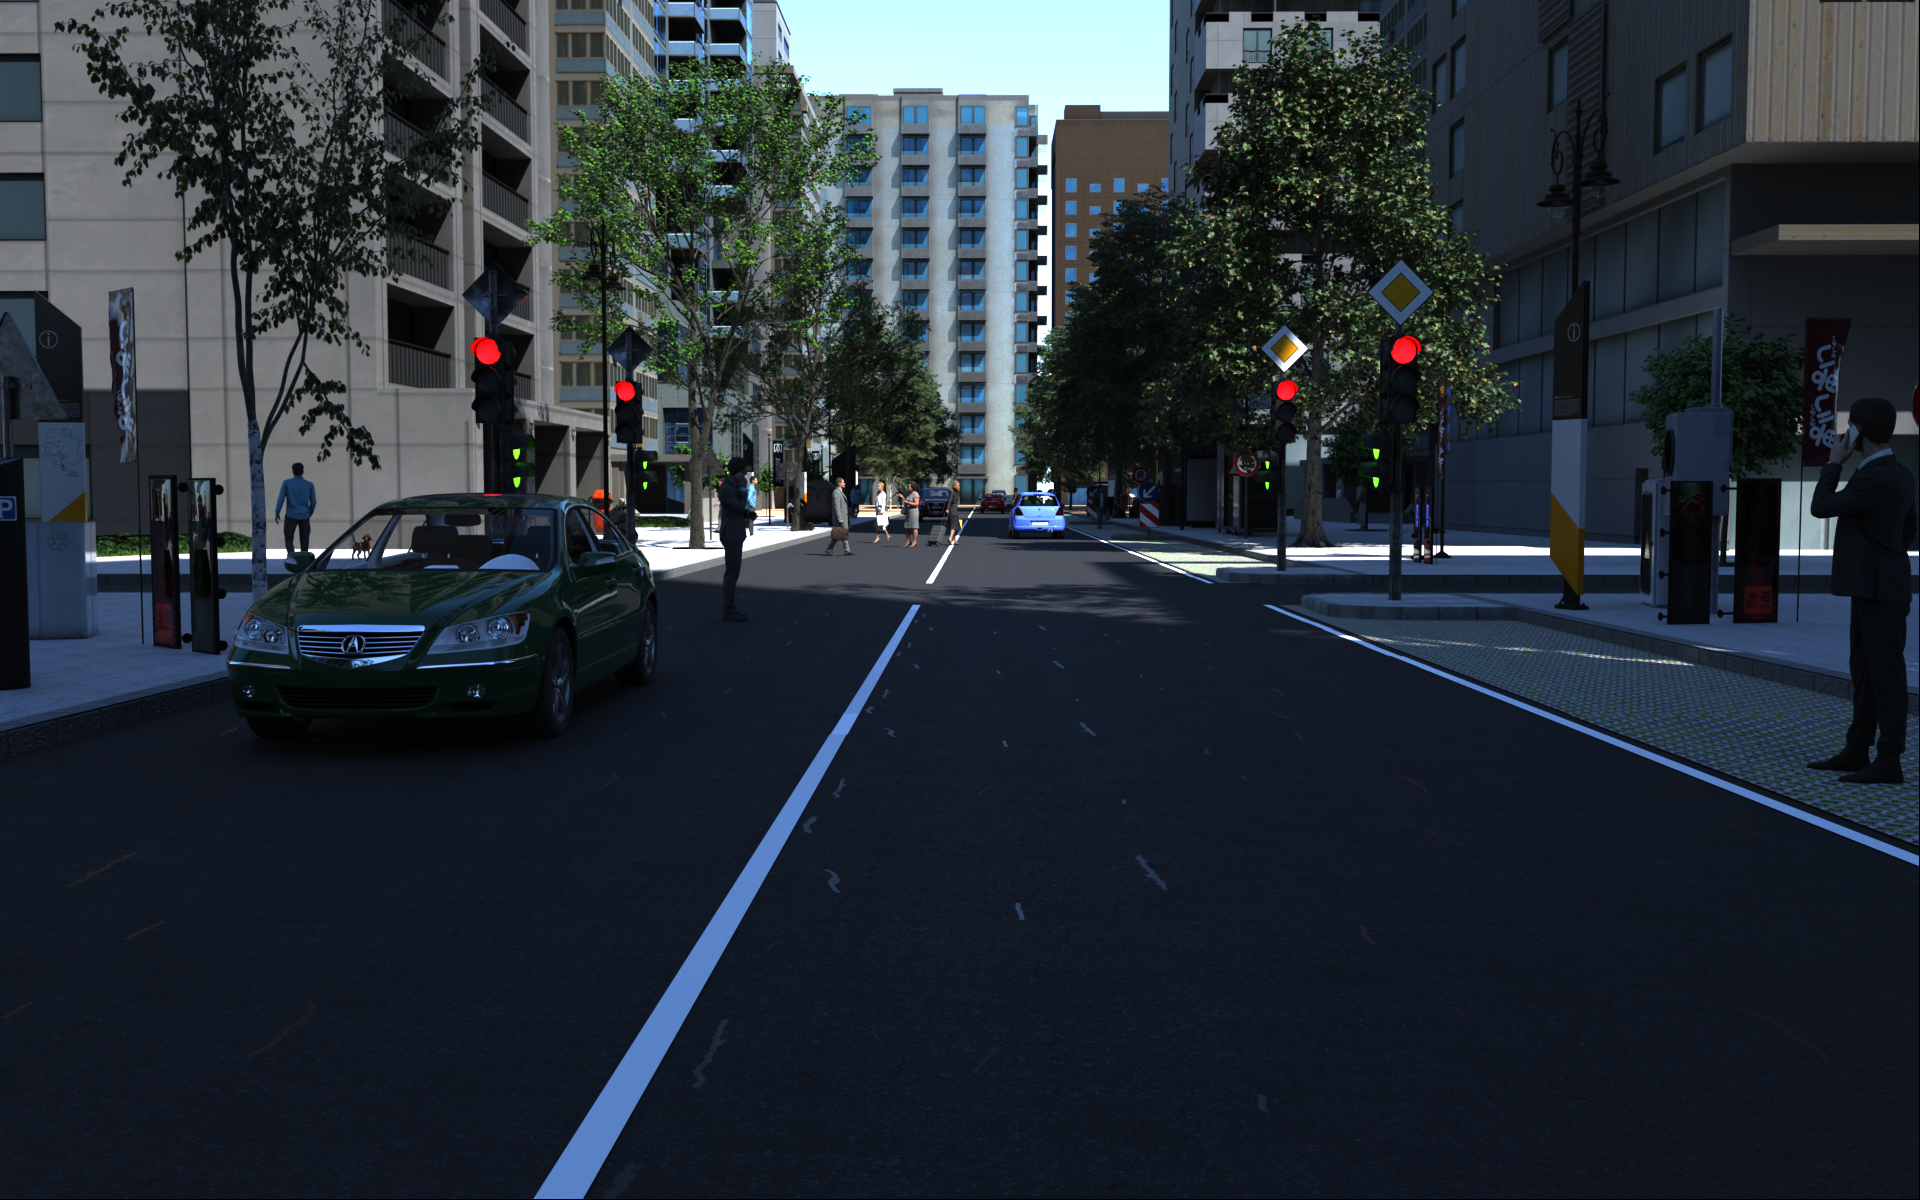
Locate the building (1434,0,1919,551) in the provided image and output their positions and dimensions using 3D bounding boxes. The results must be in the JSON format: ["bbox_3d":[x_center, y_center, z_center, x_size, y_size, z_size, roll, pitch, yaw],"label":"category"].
[{"bbox_3d":[29.606,-28.086,48.444,27.495,52.752,28.713,0,4,1],"label":"building"}]

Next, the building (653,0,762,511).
[{"bbox_3d":[-24.928,-49.259,118.061,22.319,86.520,31.000,0,4,1],"label":"building"}]

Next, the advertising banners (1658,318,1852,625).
[{"bbox_3d":[7.888,-1.282,17.144,2.074,3.025,0.090,-1,4,-12],"label":"advertising banners"}]

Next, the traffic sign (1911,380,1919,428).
[{"bbox_3d":[9.668,-1.033,16.993,0.768,2.556,0.104,0,4,1],"label":"traffic sign"}]

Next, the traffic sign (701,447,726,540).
[{"bbox_3d":[-6.933,-2.943,48.123,0.884,2.594,0.081,1,4,9],"label":"traffic sign"}]

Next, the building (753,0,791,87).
[{"bbox_3d":[-34.329,-40.559,205.132,28.212,58.520,21.231,0,4,1],"label":"building"}]

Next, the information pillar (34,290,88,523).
[{"bbox_3d":[-10.413,-1.756,20.059,0.504,3.616,0.183,-1,4,-13],"label":"information pillar"}]

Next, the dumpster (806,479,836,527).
[{"bbox_3d":[-5.585,-3.870,69.026,1.264,1.857,1.865,0,4,1],"label":"dumpster"}]

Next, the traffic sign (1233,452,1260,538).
[{"bbox_3d":[8.277,-3.054,50.036,0.768,2.556,0.104,0,4,6],"label":"traffic sign"}]

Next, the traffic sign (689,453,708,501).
[{"bbox_3d":[-7.896,-3.226,52.846,0.768,2.556,0.104,0,4,3],"label":"traffic sign"}]

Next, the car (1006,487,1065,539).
[{"bbox_3d":[2.468,-2.854,56.249,1.945,1.707,3.694,0,4,-1],"label":"car"}]

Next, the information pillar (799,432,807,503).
[{"bbox_3d":[-5.910,-4.513,65.142,0.183,3.616,0.504,-2,4,-29],"label":"information pillar"}]

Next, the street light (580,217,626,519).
[{"bbox_3d":[-5.990,-3.452,29.229,0.468,5.910,1.993,0,4,1],"label":"street light"}]

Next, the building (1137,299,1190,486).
[{"bbox_3d":[31.232,-19.116,157.583,27.650,21.520,28.899,0,4,1],"label":"building"}]

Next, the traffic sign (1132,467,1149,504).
[{"bbox_3d":[8.400,-4.928,80.671,0.768,2.556,0.104,0,4,2],"label":"traffic sign"}]

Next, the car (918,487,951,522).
[{"bbox_3d":[-1.259,-5.058,91.379,2.281,1.827,5.304,0,4,-1],"label":"car"}]

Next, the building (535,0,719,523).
[{"bbox_3d":[-27.404,-23.722,79.733,32.217,40.220,23.993,0,4,1],"label":"building"}]

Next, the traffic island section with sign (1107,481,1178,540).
[{"bbox_3d":[5.748,-2.792,54.280,1.989,1.847,2.006,0,4,1],"label":"traffic island section with sign"}]

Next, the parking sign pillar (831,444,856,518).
[{"bbox_3d":[-6.222,-6.370,92.629,1.447,3.967,1.447,0,4,-4],"label":"parking sign pillar"}]

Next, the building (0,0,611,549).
[{"bbox_3d":[-21.323,-37.322,48.460,20.563,71.187,20.611,0,4,1],"label":"building"}]

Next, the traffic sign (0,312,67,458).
[{"bbox_3d":[-6.795,-0.758,12.392,0.884,2.594,0.081,1,4,9],"label":"traffic sign"}]

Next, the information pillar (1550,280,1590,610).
[{"bbox_3d":[6.789,-1.708,19.275,0.183,3.616,0.504,-1,4,-21],"label":"information pillar"}]

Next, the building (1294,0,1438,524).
[{"bbox_3d":[33.426,-23.857,81.946,32.217,40.220,23.993,0,4,1],"label":"building"}]

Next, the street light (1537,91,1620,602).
[{"bbox_3d":[7.254,-2.917,20.475,0.468,5.910,1.993,0,4,1],"label":"street light"}]

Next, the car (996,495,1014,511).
[{"bbox_3d":[4.000,-8.324,148.451,2.083,1.381,4.827,0,4,2],"label":"car"}]

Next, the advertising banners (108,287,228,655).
[{"bbox_3d":[-6.611,-1.112,14.376,2.074,3.025,0.090,3,5,43],"label":"advertising banners"}]

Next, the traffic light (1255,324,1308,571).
[{"bbox_3d":[5.356,-2.442,28.850,0.839,4.253,0.868,0,4,1],"label":"traffic light"}]

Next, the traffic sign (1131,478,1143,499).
[{"bbox_3d":[10.539,-6.270,102.625,0.768,2.556,0.104,0,4,8],"label":"traffic sign"}]

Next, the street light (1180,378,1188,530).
[{"bbox_3d":[7.916,-5.426,61.502,0.468,5.910,1.993,0,4,1],"label":"street light"}]

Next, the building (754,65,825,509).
[{"bbox_3d":[-24.694,-28.377,155.851,23.993,40.220,32.217,0,4,1],"label":"building"}]

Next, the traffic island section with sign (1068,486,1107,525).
[{"bbox_3d":[6.095,-4.441,81.233,1.989,1.847,2.006,0,4,1],"label":"traffic island section with sign"}]

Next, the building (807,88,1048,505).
[{"bbox_3d":[-4.969,-35.937,207.184,30.456,49.044,23.786,0,4,1],"label":"building"}]

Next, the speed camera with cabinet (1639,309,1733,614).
[{"bbox_3d":[8.071,-1.528,19.316,0.660,3.252,2.038,1,4,13],"label":"speed camera with cabinet"}]

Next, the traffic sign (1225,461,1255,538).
[{"bbox_3d":[8.210,-3.107,50.809,0.884,2.594,0.081,0,4,2],"label":"traffic sign"}]

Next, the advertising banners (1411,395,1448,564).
[{"bbox_3d":[8.607,-2.176,31.761,0.090,3.025,2.074,0,4,0],"label":"advertising banners"}]

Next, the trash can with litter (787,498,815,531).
[{"bbox_3d":[-5.555,-3.010,60.600,0.624,1.170,1.055,2,4,25],"label":"trash can with litter"}]

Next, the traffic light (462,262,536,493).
[{"bbox_3d":[-5.611,-1.962,20.994,0.839,4.253,0.868,0,4,1],"label":"traffic light"}]

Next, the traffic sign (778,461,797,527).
[{"bbox_3d":[-6.645,-4.075,66.738,0.768,2.556,0.104,0,4,5],"label":"traffic sign"}]

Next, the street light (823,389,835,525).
[{"bbox_3d":[-5.359,-6.025,71.299,0.468,5.910,1.993,0,4,1],"label":"street light"}]

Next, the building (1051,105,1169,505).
[{"bbox_3d":[17.995,-33.793,202.627,14.200,45.320,14.600,0,4,1],"label":"building"}]

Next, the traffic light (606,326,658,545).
[{"bbox_3d":[-5.504,-2.450,28.979,0.839,4.253,0.868,0,4,1],"label":"traffic light"}]

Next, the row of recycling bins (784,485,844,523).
[{"bbox_3d":[-6.575,-4.389,78.874,1.069,1.692,3.534,3,4,39],"label":"row of recycling bins"}]

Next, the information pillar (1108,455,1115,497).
[{"bbox_3d":[8.971,-6.813,102.749,0.504,3.616,0.183,-2,4,-35],"label":"information pillar"}]

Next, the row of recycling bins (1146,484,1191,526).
[{"bbox_3d":[8.811,-3.812,69.443,1.069,1.692,3.534,-3,5,-39],"label":"row of recycling bins"}]

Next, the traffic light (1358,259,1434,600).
[{"bbox_3d":[5.250,-1.954,20.866,0.839,4.253,0.868,0,4,1],"label":"traffic light"}]

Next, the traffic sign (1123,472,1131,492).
[{"bbox_3d":[9.480,-6.112,100.031,0.768,2.556,0.104,0,4,4],"label":"traffic sign"}]

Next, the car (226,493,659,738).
[{"bbox_3d":[-3.246,0.006,11.702,2.131,1.459,4.920,0,4,0],"label":"car"}]

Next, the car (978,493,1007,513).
[{"bbox_3d":[2.449,-7.430,130.527,2.155,1.783,4.494,0,4,1],"label":"car"}]

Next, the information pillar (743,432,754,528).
[{"bbox_3d":[-8.010,-4.534,65.486,0.504,3.616,0.183,3,4,36],"label":"information pillar"}]

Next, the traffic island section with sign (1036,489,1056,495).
[{"bbox_3d":[6.755,-7.467,130.709,1.989,1.847,2.006,0,4,1],"label":"traffic island section with sign"}]

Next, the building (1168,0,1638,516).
[{"bbox_3d":[30.204,-32.960,128.136,28.713,52.752,27.495,0,4,1],"label":"building"}]

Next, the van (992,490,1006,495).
[{"bbox_3d":[3.755,-9.801,167.262,2.013,2.044,4.112,0,4,2],"label":"van"}]

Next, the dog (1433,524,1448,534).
[{"bbox_3d":[15.404,-2.340,55.987,0.550,0.427,0.748,-1,4,-15],"label":"dog"}]
